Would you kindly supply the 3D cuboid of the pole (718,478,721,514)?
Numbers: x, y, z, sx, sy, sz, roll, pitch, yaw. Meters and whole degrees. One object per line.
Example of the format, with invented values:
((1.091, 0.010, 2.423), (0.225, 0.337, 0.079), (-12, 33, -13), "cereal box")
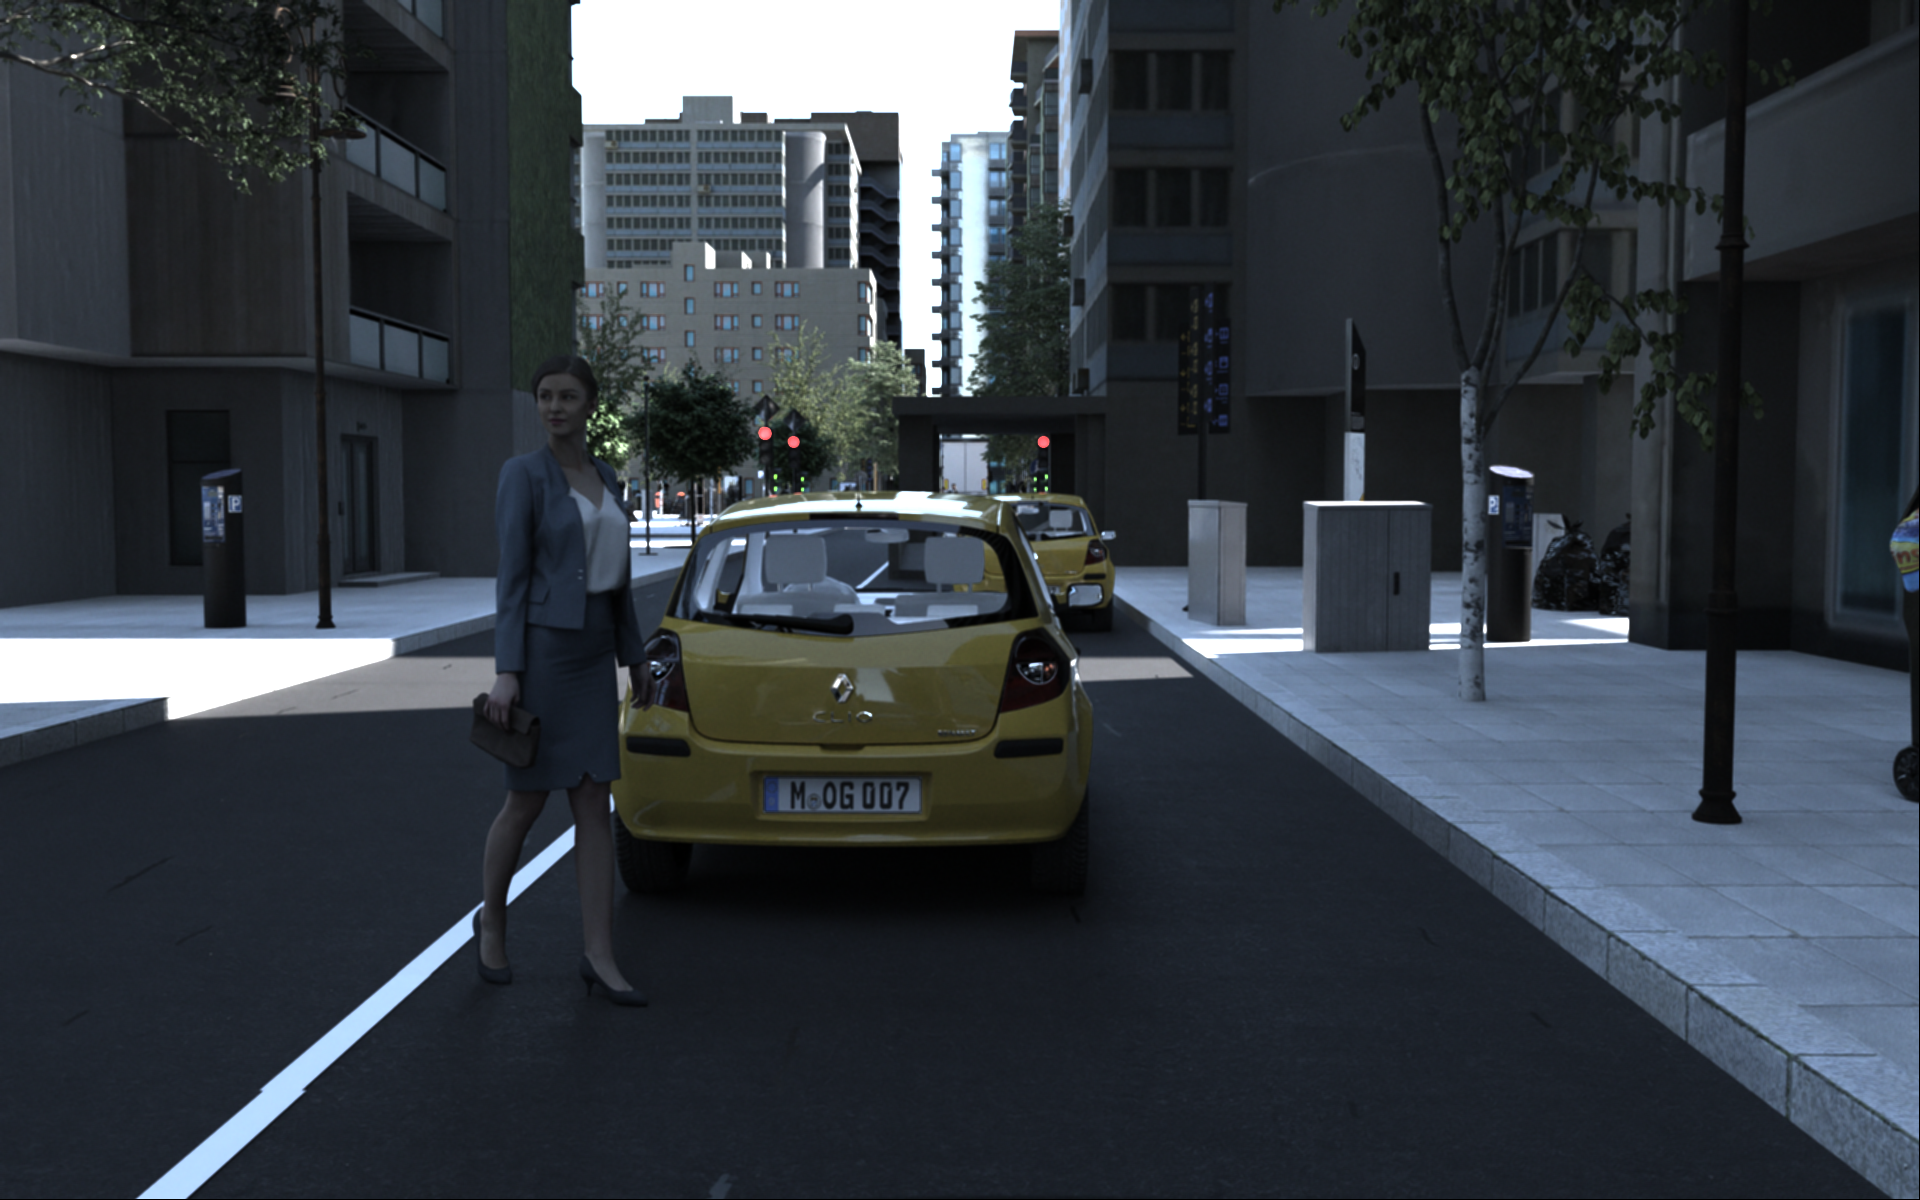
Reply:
((-14.181, -6.619, 102.068), (0.158, 3.312, 0.155), (0, 3, 0), "pole")

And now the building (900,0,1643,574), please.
((14.930, -20.978, 34.874), (32.217, 40.220, 23.993), (0, 4, 0), "building")

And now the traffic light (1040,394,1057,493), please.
((2.673, -3.664, 48.822), (0.839, 4.253, 0.868), (0, 4, 0), "traffic light")

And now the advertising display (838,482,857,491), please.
((-5.887, -5.239, 90.869), (0.974, 1.923, 0.123), (-1, 4, -16), "advertising display")

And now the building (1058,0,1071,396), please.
((12.699, -27.224, 95.220), (14.600, 45.320, 14.200), (0, 4, 0), "building")

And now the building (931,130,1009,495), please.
((11.475, -37.192, 227.694), (30.456, 49.044, 23.786), (0, 4, 0), "building")

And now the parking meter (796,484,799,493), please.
((-6.702, -3.963, 70.506), (0.255, 1.863, 0.399), (1, 4, 14), "parking meter")

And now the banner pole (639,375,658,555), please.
((-6.534, -2.828, 36.263), (0.401, 3.779, 0.863), (-1, 4, -14), "banner pole")

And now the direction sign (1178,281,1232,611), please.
((2.638, -1.648, 18.935), (0.379, 3.537, 0.876), (-1, 4, -9), "direction sign")

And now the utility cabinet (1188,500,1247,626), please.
((2.567, -0.375, 17.295), (0.306, 1.237, 1.020), (-1, 4, -9), "utility cabinet")

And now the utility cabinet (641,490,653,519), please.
((-15.635, -4.768, 86.632), (0.318, 1.500, 1.173), (0, 4, 4), "utility cabinet")

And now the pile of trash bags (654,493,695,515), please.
((-17.796, -5.890, 106.051), (1.912, 1.369, 3.447), (1, 4, 16), "pile of trash bags")

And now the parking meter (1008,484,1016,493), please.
((2.932, -5.649, 98.066), (0.399, 1.863, 0.255), (-3, 4, -39), "parking meter")

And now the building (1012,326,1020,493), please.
((12.536, -25.300, 185.351), (14.160, 30.474, 14.107), (0, 4, 0), "building")

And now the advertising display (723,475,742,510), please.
((-7.723, -3.279, 58.833), (0.123, 1.923, 0.974), (-3, 5, -42), "advertising display")

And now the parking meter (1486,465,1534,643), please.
((4.782, -0.407, 15.064), (0.372, 1.533, 0.369), (0, 3, 0), "parking meter")

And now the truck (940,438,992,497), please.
((0.322, -6.280, 91.588), (2.839, 4.237, 11.283), (0, 4, 1), "truck")

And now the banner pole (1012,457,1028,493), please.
((3.726, -6.907, 102.949), (0.863, 3.779, 0.401), (3, 5, 42), "banner pole")

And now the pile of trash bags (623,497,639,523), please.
((-16.032, -4.174, 77.992), (3.447, 1.369, 1.912), (3, 5, 44), "pile of trash bags")

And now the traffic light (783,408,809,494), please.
((-5.404, -4.153, 56.826), (0.839, 4.253, 0.868), (0, 4, 0), "traffic light")

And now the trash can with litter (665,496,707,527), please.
((-10.954, -3.556, 69.200), (1.678, 1.210, 2.233), (-1, 4, -9), "trash can with litter")

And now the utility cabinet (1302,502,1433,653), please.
((3.338, -0.185, 14.189), (1.020, 1.237, 0.306), (-1, 4, -14), "utility cabinet")

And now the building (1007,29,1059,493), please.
((15.687, -31.121, 163.454), (22.147, 44.769, 28.867), (0, 4, 0), "building")

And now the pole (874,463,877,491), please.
((-5.528, -7.323, 113.566), (0.158, 3.312, 0.155), (0, 3, 0), "pole")

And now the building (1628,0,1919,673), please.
((16.414, -23.202, 3.054), (21.300, 48.544, 21.600), (0, 4, 0), "building")

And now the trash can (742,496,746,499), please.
((-15.881, -6.971, 125.635), (0.748, 1.137, 0.748), (0, 3, 0), "trash can")

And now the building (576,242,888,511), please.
((-20.626, -18.484, 147.245), (27.650, 21.520, 28.899), (0, 4, 0), "building")

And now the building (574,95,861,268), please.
((-22.891, -29.431, 173.080), (32.217, 40.220, 23.993), (0, 4, 0), "building")

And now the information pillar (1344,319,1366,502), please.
((5.327, -1.961, 23.414), (0.183, 3.616, 0.504), (3, 4, 36), "information pillar")

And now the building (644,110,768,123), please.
((-28.265, -33.587, 199.251), (14.200, 45.320, 14.600), (0, 4, 0), "building")

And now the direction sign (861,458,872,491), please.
((-5.959, -7.221, 110.054), (0.876, 3.537, 0.379), (-3, 5, -42), "direction sign")

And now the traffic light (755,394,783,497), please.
((-5.439, -3.665, 48.841), (0.839, 4.253, 0.868), (0, 4, 0), "traffic light")

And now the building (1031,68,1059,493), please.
((12.544, -21.377, 121.208), (14.160, 30.474, 14.107), (0, 4, 0), "building")

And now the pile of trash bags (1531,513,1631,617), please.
((8.214, -0.571, 19.088), (3.447, 1.369, 1.912), (-1, 4, -9), "pile of trash bags")

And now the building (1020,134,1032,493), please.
((12.458, -22.654, 142.088), (14.160, 30.474, 14.107), (0, 4, 0), "building")

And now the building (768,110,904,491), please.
((-13.766, -33.582, 199.169), (14.200, 45.320, 14.600), (0, 4, 0), "building")

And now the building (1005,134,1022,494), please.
((12.230, -31.561, 199.610), (14.154, 41.232, 14.086), (0, 4, 0), "building")

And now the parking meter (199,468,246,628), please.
((-7.089, -0.505, 16.669), (0.372, 1.533, 0.369), (0, 3, 0), "parking meter")

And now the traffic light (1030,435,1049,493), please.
((2.707, -4.152, 56.807), (0.839, 4.253, 0.868), (0, 4, 0), "traffic light")

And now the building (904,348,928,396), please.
((-19.012, -23.555, 230.169), (28.899, 21.520, 27.650), (0, 4, 0), "building")

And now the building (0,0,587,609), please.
((-13.855, -20.800, 23.680), (14.154, 41.232, 14.086), (0, 4, 0), "building")
